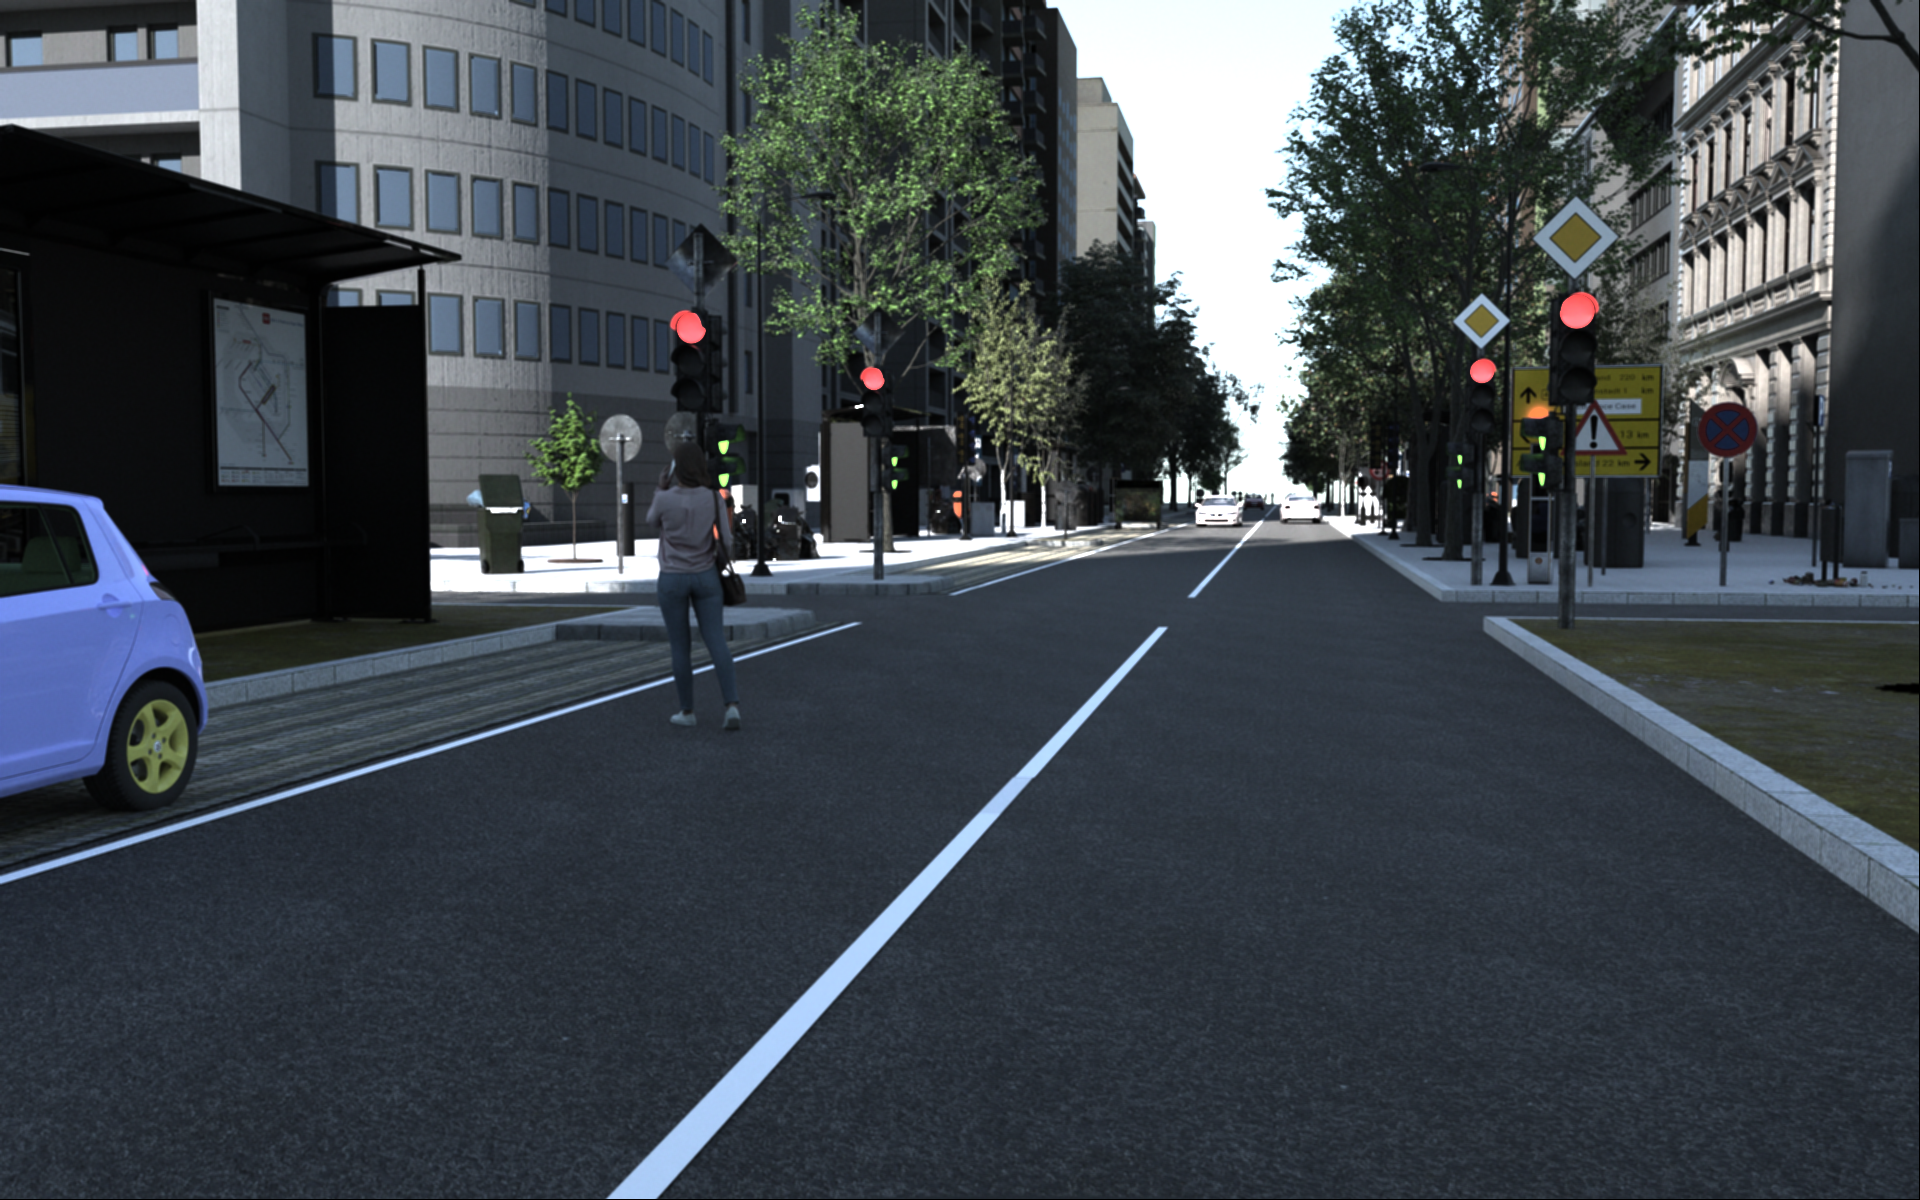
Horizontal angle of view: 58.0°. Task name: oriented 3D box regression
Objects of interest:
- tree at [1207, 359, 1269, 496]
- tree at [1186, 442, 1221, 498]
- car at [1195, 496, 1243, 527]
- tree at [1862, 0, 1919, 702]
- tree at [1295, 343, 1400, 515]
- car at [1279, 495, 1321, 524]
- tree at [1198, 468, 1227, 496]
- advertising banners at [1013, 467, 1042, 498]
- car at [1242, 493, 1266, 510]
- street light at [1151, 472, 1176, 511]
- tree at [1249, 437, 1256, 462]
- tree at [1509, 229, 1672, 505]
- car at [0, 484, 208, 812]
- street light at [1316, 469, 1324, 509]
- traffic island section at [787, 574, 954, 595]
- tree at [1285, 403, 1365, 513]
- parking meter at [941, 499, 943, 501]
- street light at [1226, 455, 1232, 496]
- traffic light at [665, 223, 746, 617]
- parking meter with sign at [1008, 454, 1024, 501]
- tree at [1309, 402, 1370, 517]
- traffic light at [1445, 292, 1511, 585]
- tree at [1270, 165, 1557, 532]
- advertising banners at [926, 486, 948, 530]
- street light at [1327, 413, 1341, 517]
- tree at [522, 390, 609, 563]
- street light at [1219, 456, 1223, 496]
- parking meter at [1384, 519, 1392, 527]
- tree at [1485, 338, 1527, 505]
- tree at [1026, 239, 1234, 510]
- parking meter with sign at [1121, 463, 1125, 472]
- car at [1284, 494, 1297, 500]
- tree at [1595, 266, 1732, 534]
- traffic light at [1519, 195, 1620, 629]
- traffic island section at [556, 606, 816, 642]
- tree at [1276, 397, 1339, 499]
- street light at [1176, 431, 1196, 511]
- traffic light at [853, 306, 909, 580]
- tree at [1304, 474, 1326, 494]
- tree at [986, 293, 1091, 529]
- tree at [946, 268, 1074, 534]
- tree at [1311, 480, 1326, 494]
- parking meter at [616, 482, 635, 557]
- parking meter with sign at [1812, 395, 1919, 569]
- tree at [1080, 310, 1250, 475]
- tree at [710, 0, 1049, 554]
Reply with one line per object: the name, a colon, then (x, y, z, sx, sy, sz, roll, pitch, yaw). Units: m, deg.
tree: (37.191, -23.618, 242.039, 12.611, 20.169, 13.585, 0, 3, 0)
tree: (23.960, -13.685, 174.115, 4.360, 8.622, 3.978, 0, 3, 0)
car: (11.442, -3.909, 76.280, 2.083, 1.381, 4.827, 1, 4, 12)
tree: (6.570, -5.183, 10.492, 9.928, 11.665, 9.643, 0, 3, 0)
tree: (24.682, -11.541, 106.819, 7.486, 12.596, 7.792, 0, 3, 0)
car: (16.674, -4.434, 84.858, 2.083, 1.381, 4.827, 1, 4, 9)
tree: (28.164, -12.846, 193.740, 4.285, 4.588, 4.351, 0, 3, 0)
advertising banners: (3.810, -6.257, 98.483, 2.074, 3.025, 0.090, -2, 4, -25)
car: (26.537, -9.014, 156.412, 2.155, 1.783, 4.494, 1, 4, 9)
street light: (11.920, -7.979, 102.998, 1.470, 5.913, 1.316, 1, 4, 11)
tree: (33.327, -19.237, 224.893, 12.009, 13.543, 11.850, 0, 3, 0)
tree: (17.730, -6.014, 48.687, 4.737, 8.622, 4.395, 0, 3, 0)
car: (-4.678, 0.176, 6.710, 1.945, 1.707, 3.694, 1, 4, 11)
street light: (21.501, -7.827, 100.506, 1.470, 5.913, 1.316, 1, 4, 11)
traffic island section: (-1.242, -0.229, 26.018, 2.009, 0.180, 2.903, 1, 4, 11)
tree: (29.838, -12.528, 139.243, 8.767, 10.594, 7.601, 2, 4, 33)
parking meter: (-1.108, -5.691, 98.751, 0.255, 1.863, 0.399, -1, 4, -18)
street light: (31.647, -14.369, 207.475, 1.470, 5.913, 1.316, 1, 4, 11)
traffic light: (-2.685, -1.780, 18.029, 0.839, 4.253, 0.868, 1, 4, 11)
parking meter with sign: (2.335, -4.800, 74.745, 0.543, 3.016, 1.738, 1, 4, 15)
tree: (21.344, -8.858, 95.189, 4.360, 8.622, 3.978, 0, 3, 0)
traffic light: (7.261, -2.164, 24.301, 0.839, 4.253, 0.868, 1, 4, 11)
tree: (15.489, -8.668, 58.725, 9.611, 12.733, 9.660, 0, 3, 0)
advertising banners: (-0.786, -4.046, 62.342, 0.090, 3.025, 2.074, 1, 4, 21)
street light: (16.372, -6.178, 73.557, 1.470, 5.913, 1.316, 1, 4, 11)
tree: (-7.376, -2.315, 32.448, 1.663, 3.219, 1.824, 0, 3, 0)
street light: (26.969, -12.892, 183.331, 1.470, 5.913, 1.316, 1, 4, 11)
parking meter: (16.610, -3.753, 67.080, 0.255, 1.863, 0.399, 3, 5, 43)
tree: (20.649, -7.161, 67.450, 4.360, 8.622, 3.978, 0, 3, 0)
tree: (7.835, -10.964, 85.911, 9.857, 13.997, 8.962, 0, 3, 0)
parking meter with sign: (9.075, -6.126, 96.424, 0.543, 3.016, 1.738, 1, 4, 18)
car: (43.719, -13.405, 228.216, 2.155, 1.783, 4.494, 1, 4, 11)
tree: (22.263, -6.437, 55.603, 4.360, 8.622, 3.978, 0, 3, 0)
traffic light: (5.780, -1.684, 16.454, 0.839, 4.253, 0.868, 1, 4, 11)
traffic island section: (-2.723, 0.251, 18.170, 2.009, 0.180, 2.903, 1, 4, 11)
tree: (44.317, -18.955, 216.575, 9.857, 13.997, 8.962, 0, 3, 0)
street light: (16.473, -9.481, 127.560, 1.470, 5.913, 1.316, 1, 4, 11)
traffic light: (-1.205, -2.260, 25.876, 0.839, 4.253, 0.868, 1, 4, 11)
tree: (49.486, -15.755, 241.300, 4.285, 4.588, 4.351, 0, 3, 0)
tree: (3.021, -6.882, 62.885, 4.360, 8.622, 3.978, 0, 3, 0)
tree: (1.464, -6.434, 55.561, 4.737, 8.622, 4.395, 0, 3, 0)
tree: (50.993, -15.535, 248.600, 1.663, 3.219, 1.824, 0, 3, 0)
parking meter: (-6.890, -1.667, 35.659, 0.372, 1.533, 0.369, 0, 3, 0)
parking meter with sign: (15.790, -2.069, 30.087, 1.738, 3.016, 0.543, 2, 4, 35)
tree: (12.337, -12.468, 114.218, 12.009, 13.543, 11.850, 0, 3, 0)
tree: (-1.796, -6.844, 37.651, 9.928, 11.665, 9.643, 0, 3, 0)
